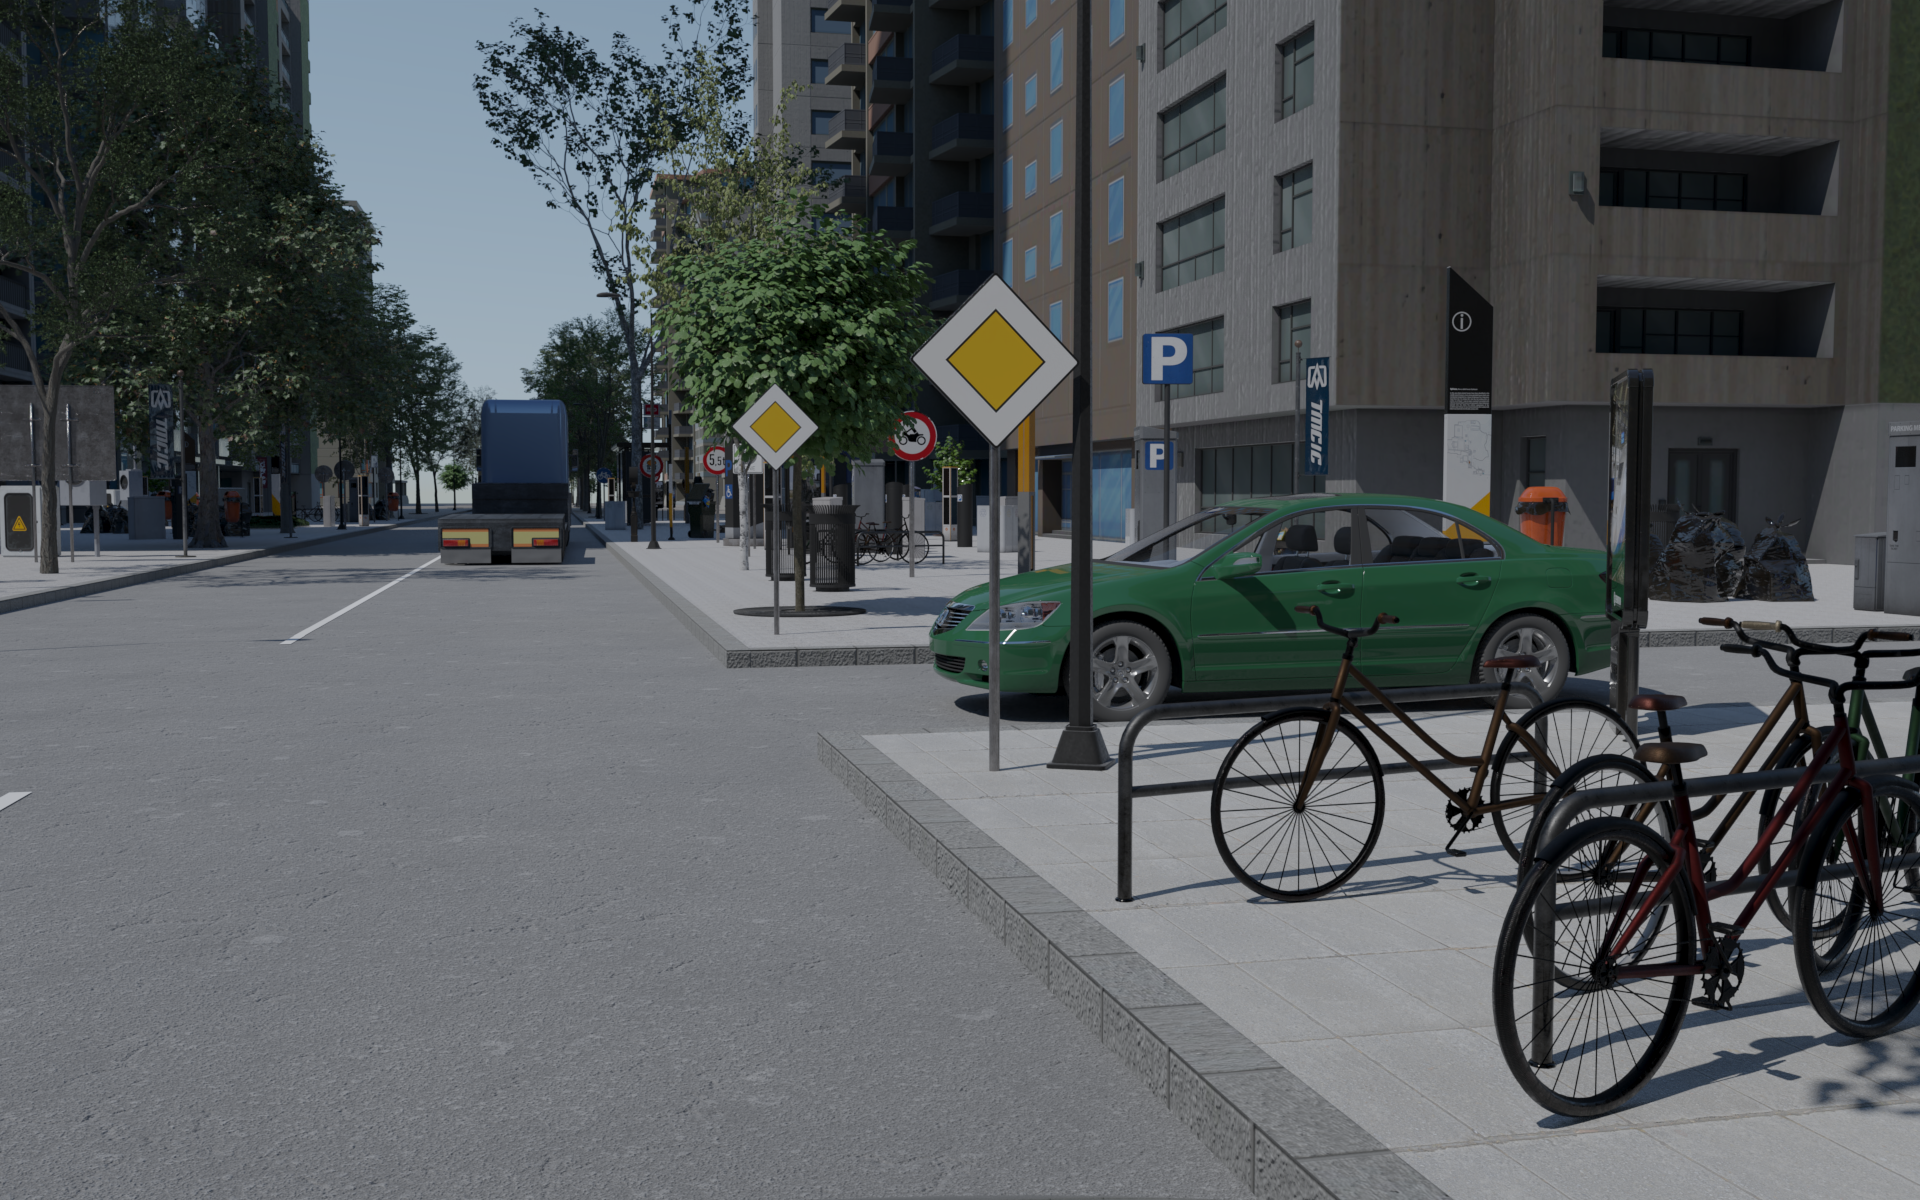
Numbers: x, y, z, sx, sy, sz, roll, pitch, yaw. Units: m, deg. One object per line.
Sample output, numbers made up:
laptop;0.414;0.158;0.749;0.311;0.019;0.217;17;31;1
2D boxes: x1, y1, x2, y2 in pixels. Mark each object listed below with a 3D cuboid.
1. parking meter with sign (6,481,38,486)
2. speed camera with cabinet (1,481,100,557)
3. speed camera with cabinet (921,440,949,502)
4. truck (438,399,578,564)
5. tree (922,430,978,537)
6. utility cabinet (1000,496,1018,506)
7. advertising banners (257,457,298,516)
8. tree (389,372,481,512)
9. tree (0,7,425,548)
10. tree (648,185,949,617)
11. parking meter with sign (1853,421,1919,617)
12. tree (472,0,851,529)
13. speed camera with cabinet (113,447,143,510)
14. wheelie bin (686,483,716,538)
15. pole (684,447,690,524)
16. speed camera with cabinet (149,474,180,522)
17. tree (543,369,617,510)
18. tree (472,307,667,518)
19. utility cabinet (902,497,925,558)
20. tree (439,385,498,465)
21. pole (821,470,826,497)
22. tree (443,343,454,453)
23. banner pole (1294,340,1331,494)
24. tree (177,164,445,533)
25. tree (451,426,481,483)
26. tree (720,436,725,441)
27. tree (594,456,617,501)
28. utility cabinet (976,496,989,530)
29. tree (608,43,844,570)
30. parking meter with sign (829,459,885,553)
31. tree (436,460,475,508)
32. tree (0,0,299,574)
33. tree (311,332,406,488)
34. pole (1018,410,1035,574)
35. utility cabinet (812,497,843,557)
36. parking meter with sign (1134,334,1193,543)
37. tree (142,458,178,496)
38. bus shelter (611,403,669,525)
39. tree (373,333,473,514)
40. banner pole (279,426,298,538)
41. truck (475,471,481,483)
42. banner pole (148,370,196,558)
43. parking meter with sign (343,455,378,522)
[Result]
parking meter with sign;-25.137;-3.068;46.421;1.738;3.016;0.543;0;4;-2
speed camera with cabinet;-18.432;-2.497;35.157;2.038;3.252;0.660;1;4;9
speed camera with cabinet;-0.993;-3.999;59.727;2.038;3.252;0.660;3;5;42
truck;-11.169;-3.299;43.695;2.967;4.110;18.799;-1;4;-12
tree;-0.432;-3.539;52.468;1.663;3.219;1.824;0;3;0
utility cabinet;1.332;-2.234;47.681;0.306;1.237;1.020;2;4;26
advertising banners;-32.470;-5.274;82.413;0.090;3.025;2.074;3;4;37
tree;-37.630;-11.620;124.393;8.767;10.594;7.601;-1;4;-17
tree;-18.077;-7.607;41.377;9.611;12.733;9.660;0;3;0
tree;-1.663;-2.135;18.623;4.285;4.588;4.351;0;3;0
parking meter with sign;10.211;-1.346;18.274;0.543;3.016;1.738;-1;4;-13
tree;-10.328;-12.594;61.800;12.611;20.169;13.585;0;3;0
speed camera with cabinet;-31.458;-4.321;64.991;2.038;3.252;0.660;3;4;37
wheelie bin;-7.547;-2.610;50.578;0.980;1.594;0.693;3;4;38
pole;-11.860;-4.978;75.226;0.158;3.312;0.155;0;3;0
speed camera with cabinet;-36.290;-5.215;79.604;2.038;3.252;0.660;1;4;18
tree;-31.465;-13.692;141.990;7.486;12.596;7.792;0;3;0
tree;-19.662;-10.335;94.740;9.928;11.665;9.643;0;3;0
utility cabinet;-0.928;-1.456;34.966;0.306;1.237;1.020;-1;4;-12
tree;-53.484;-17.287;193.018;12.009;13.543;11.850;0;3;0
pole;-3.516;-3.073;44.086;0.158;3.312;0.155;0;3;0
tree;-31.338;-10.728;93.523;7.486;12.596;7.792;0;3;0
banner pole;5.645;-2.327;28.056;0.401;3.779;0.863;-3;5;-40
tree;-21.795;-8.443;56.168;7.486;12.596;7.792;0;3;0
tree;-49.083;-13.718;174.645;4.360;8.622;3.978;0;3;0
tree;-8.668;-7.587;74.409;4.360;8.622;3.978;0;3;0
tree;-17.157;-5.636;86.748;1.663;3.219;1.824;0;3;0
utility cabinet;1.082;-3.121;62.187;1.020;1.237;0.306;2;4;33
tree;-3.639;-4.789;28.668;4.737;8.622;4.395;0;3;0
parking meter with sign;-1.982;-2.533;37.677;1.738;3.016;0.543;-1;4;-9
tree;-46.060;-10.644;157.745;4.285;4.588;4.351;0;3;0
tree;-14.640;-5.680;27.276;8.767;10.594;7.601;-1;4;-12
tree;-25.212;-7.496;72.921;4.360;8.622;3.978;0;3;0
pole;0.798;-1.645;20.736;0.158;3.312;0.155;0;3;0
utility cabinet;-2.746;-1.508;35.812;0.306;1.237;1.020;-2;4;-25
parking meter with sign;2.251;-1.435;19.728;0.543;3.016;1.738;0;4;0
tree;-35.480;-4.987;76.134;1.663;3.219;1.824;0;3;0
bus shelter;-13.734;-5.896;74.036;2.179;5.291;8.768;-1;4;-13
tree;-34.998;-11.331;111.022;9.928;11.665;9.643;0;3;0
banner pole;-19.717;-3.709;50.666;0.401;3.779;0.863;-3;5;-45
truck;-37.770;-9.262;140.339;2.839;4.237;11.283;-1;4;-15
banner pole;-15.895;-2.745;34.895;0.863;3.779;0.401;-3;5;-40
parking meter with sign;-27.312;-5.034;78.563;1.738;3.016;0.543;1;4;16
